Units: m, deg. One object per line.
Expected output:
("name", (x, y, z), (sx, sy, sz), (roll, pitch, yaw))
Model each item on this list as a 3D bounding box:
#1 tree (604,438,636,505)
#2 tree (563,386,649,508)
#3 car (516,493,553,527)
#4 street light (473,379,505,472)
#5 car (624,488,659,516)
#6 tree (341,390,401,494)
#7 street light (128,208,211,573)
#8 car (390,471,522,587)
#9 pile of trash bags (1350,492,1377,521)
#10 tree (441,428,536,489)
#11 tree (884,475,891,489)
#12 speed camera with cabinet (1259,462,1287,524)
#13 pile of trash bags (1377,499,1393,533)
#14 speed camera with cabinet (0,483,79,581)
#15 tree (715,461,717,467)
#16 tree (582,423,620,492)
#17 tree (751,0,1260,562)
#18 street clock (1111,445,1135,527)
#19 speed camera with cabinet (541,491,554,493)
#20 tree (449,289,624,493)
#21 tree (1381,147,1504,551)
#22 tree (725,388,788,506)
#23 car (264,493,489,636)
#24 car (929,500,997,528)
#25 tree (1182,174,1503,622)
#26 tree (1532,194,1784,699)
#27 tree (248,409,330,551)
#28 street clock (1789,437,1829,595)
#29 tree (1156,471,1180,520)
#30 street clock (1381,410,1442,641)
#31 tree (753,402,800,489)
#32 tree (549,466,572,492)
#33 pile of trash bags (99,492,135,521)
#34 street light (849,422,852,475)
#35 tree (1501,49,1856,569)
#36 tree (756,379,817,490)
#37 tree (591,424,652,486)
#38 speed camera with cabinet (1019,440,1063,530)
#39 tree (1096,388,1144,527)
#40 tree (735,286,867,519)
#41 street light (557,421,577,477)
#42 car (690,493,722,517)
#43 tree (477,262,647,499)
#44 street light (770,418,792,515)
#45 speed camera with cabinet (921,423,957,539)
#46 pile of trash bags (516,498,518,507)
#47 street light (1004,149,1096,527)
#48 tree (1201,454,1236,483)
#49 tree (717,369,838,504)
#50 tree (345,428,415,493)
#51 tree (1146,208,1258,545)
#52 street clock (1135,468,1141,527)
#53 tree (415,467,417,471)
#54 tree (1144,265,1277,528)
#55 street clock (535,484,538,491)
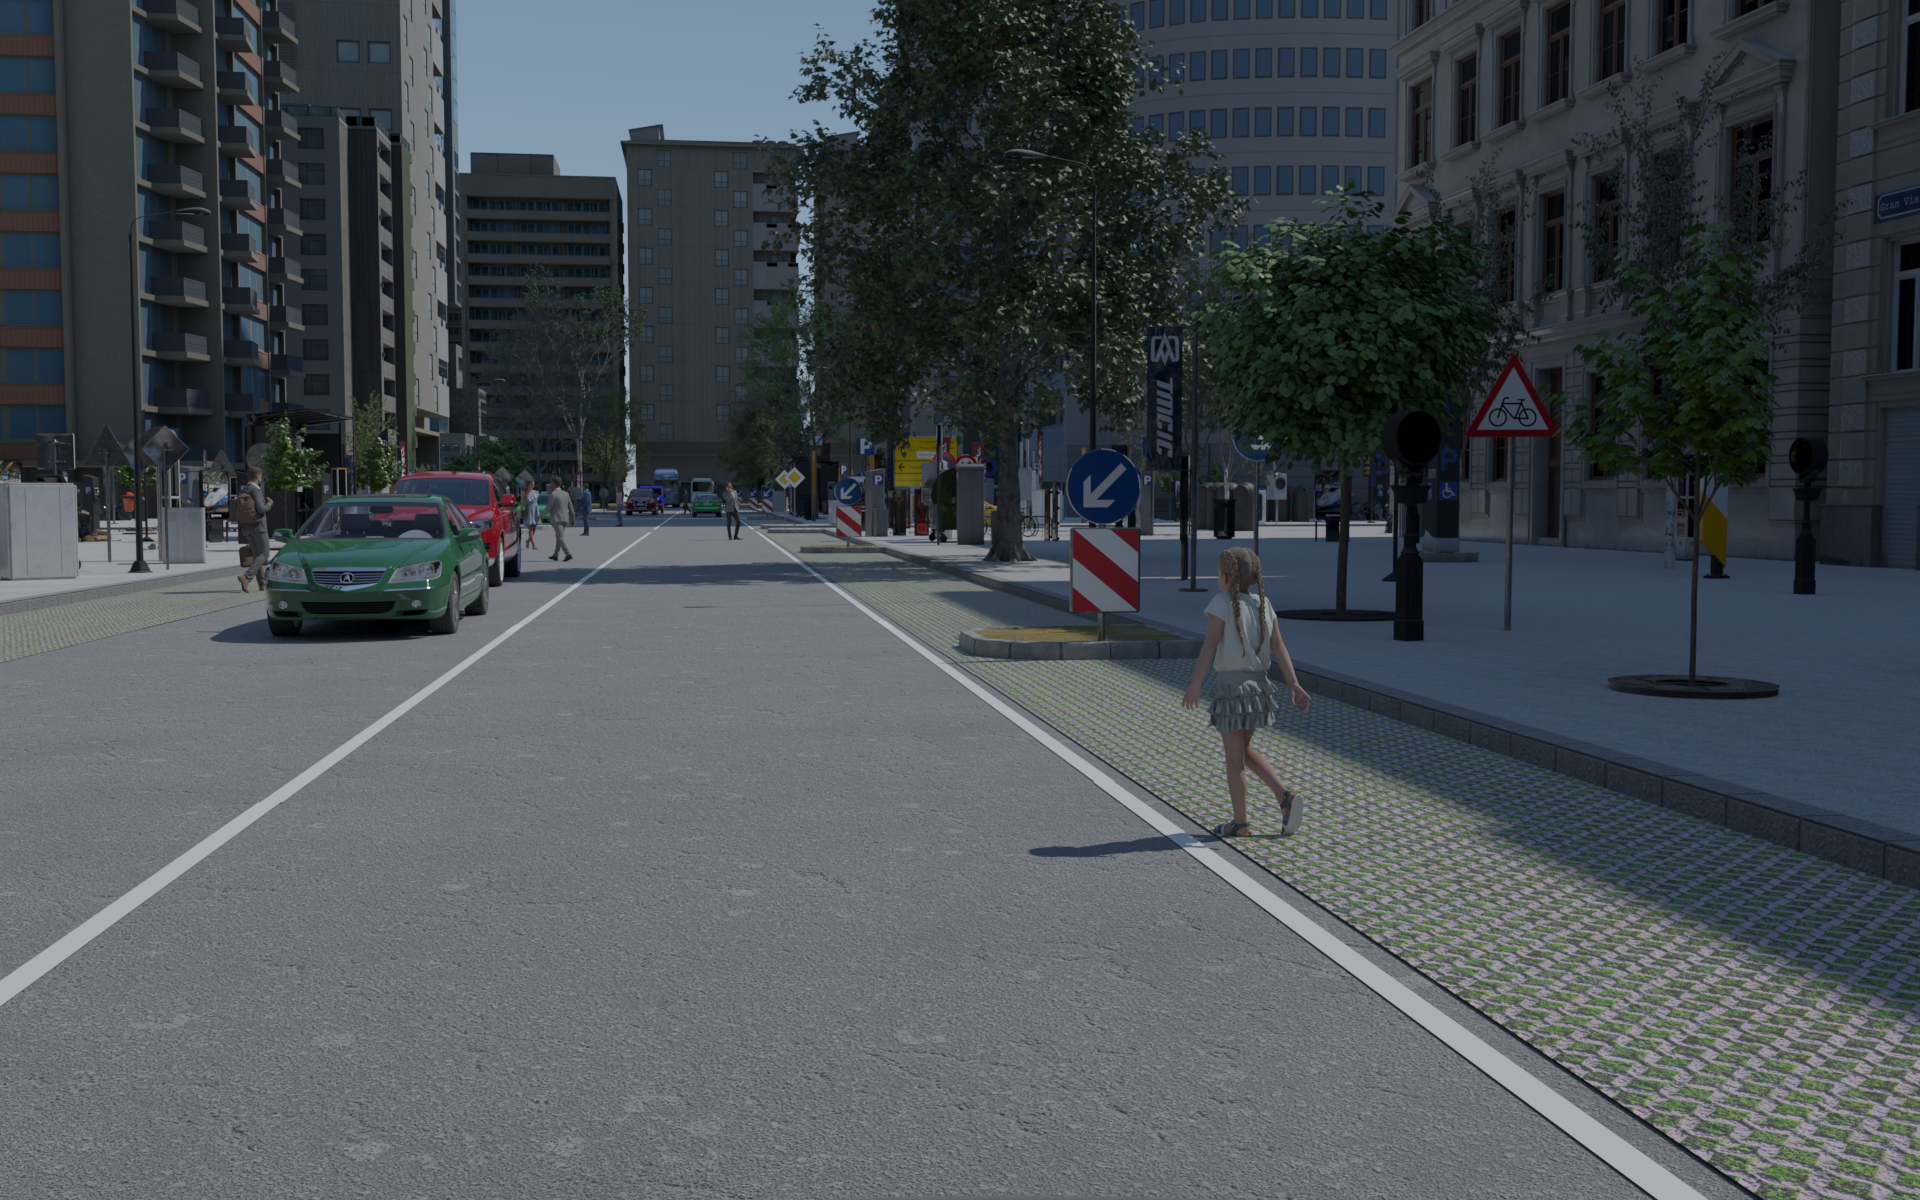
("tree", (-41.557, -15.888, 210.128), (4.360, 8.622, 3.978), (0, 3, 0))
("tree", (-33.177, -14.476, 162.442), (9.928, 11.665, 9.643), (0, 3, 0))
("car", (-18.332, -4.064, 75.247), (1.959, 1.807, 4.718), (-1, 4, -9))
("street light", (-19.045, -5.958, 69.952), (1.470, 5.913, 1.316), (-1, 4, -8))
("car", (-21.485, -6.628, 117.042), (2.281, 1.827, 5.304), (0, 4, -8))
("tree", (-42.130, -10.586, 123.440), (4.737, 8.622, 4.395), (0, 3, 0))
("street light", (-12.852, -3.403, 28.177), (1.470, 5.913, 1.316), (-1, 4, -8))
("car", (-8.370, -1.202, 28.325), (2.281, 1.827, 5.304), (-1, 4, -9))
("pile of trash bags", (19.576, -4.625, 85.368), (1.912, 1.369, 3.447), (0, 4, -4))
("tree", (-22.975, -6.279, 86.377), (4.285, 4.588, 4.351), (0, 3, 0))
("tree", (-5.801, -8.189, 128.492), (1.663, 3.219, 1.824), (0, 3, 0))
("speed camera with cabinet", (13.028, -4.893, 74.329), (2.038, 3.252, 0.660), (-2, 4, -25))
("pile of trash bags", (15.800, -2.881, 56.861), (3.447, 1.369, 1.912), (-1, 4, -20))
("speed camera with cabinet", (-14.272, -1.915, 25.652), (0.660, 3.252, 2.038), (3, 5, 45))
("tree", (-27.475, -17.593, 222.057), (8.767, 10.594, 7.601), (0, 4, 7))
("tree", (-36.812, -13.924, 178.014), (4.737, 8.622, 4.395), (0, 3, 0))
("tree", (0.868, -7.093, 32.984), (9.611, 12.733, 9.660), (0, 3, 0))
("street clock", (2.352, -1.287, 25.608), (0.358, 2.002, 0.471), (1, 4, 8))
("speed camera with cabinet", (-31.323, -8.437, 132.284), (2.038, 3.252, 0.660), (0, 4, 7))
("tree", (-25.026, -11.791, 103.154), (12.009, 13.543, 11.850), (0, 3, 0))
("tree", (10.848, -5.342, 37.698), (4.360, 8.622, 3.978), (0, 3, 0))
("tree", (-21.208, -16.249, 183.794), (7.486, 12.596, 7.792), (0, 3, 0))
("car", (-6.304, -0.446, 19.084), (2.131, 1.459, 4.920), (-1, 4, -9))
("car", (0.366, -3.613, 69.289), (3.980, 1.641, 2.015), (0, 4, -7))
("tree", (3.917, -2.094, 17.951), (4.285, 4.588, 4.351), (0, 3, 0))
("tree", (4.889, -1.022, 11.314), (1.663, 3.219, 1.824), (0, 3, 0))
("tree", (-15.380, -2.746, 39.492), (1.663, 3.219, 1.824), (0, 3, 0))
("street clock", (10.810, -1.073, 22.113), (0.358, 2.002, 0.471), (-1, 4, -11))
("tree", (10.461, -5.634, 86.715), (1.663, 3.219, 1.824), (0, 3, 0))
("street clock", (3.931, -0.645, 15.120), (0.471, 2.002, 0.358), (-1, 4, -21))
("tree", (-14.798, -11.464, 137.803), (4.737, 8.622, 4.395), (0, 3, 0))
("tree", (-27.416, -7.613, 119.068), (1.663, 3.219, 1.824), (0, 3, 0))
("pile of trash bags", (-40.754, -4.508, 83.457), (3.447, 1.369, 1.912), (3, 4, 37))
("street light", (-4.558, -5.561, 63.471), (1.470, 5.913, 1.316), (-1, 4, -8))
("tree", (12.272, -4.821, 29.178), (4.360, 8.622, 3.978), (0, 3, 0))
("tree", (-10.816, -9.822, 110.950), (4.360, 8.622, 3.978), (0, 3, 0))
("tree", (-43.150, -17.493, 220.414), (8.767, 10.594, 7.601), (0, 4, -1))
("speed camera with cabinet", (2.889, -4.336, 65.231), (0.660, 3.252, 2.038), (-3, 4, -38))
("tree", (5.972, -6.797, 61.497), (4.360, 8.622, 3.978), (0, 3, 0))
("tree", (-7.540, -9.916, 87.876), (9.928, 11.665, 9.643), (0, 3, 0))
("street light", (-25.016, -8.419, 110.197), (1.470, 5.913, 1.316), (-1, 4, -8))
("car", (-15.858, -6.088, 108.327), (1.959, 1.807, 4.718), (-1, 4, -10))
("tree", (-32.842, -17.581, 143.346), (12.611, 20.169, 13.585), (0, 3, 0))
("street light", (-10.913, -8.175, 106.207), (1.470, 5.913, 1.316), (-1, 4, -8))
("speed camera with cabinet", (-0.522, -3.332, 48.815), (0.660, 3.252, 2.038), (1, 4, 17))
("pile of trash bags", (-37.322, -8.016, 140.811), (1.912, 1.369, 3.447), (2, 4, 30))
("street light", (1.284, -3.122, 23.589), (1.470, 5.913, 1.316), (-1, 4, -8))
("tree", (12.130, -5.355, 82.159), (1.663, 3.219, 1.824), (0, 3, 0))
("tree", (-13.166, -11.956, 129.891), (8.767, 10.594, 7.601), (-1, 4, -15))
("tree", (-17.333, -3.459, 51.152), (1.663, 3.219, 1.824), (0, 3, 0))
("tree", (6.172, -5.716, 43.826), (4.737, 8.622, 4.395), (0, 3, 0))
("street clock", (4.755, -2.654, 47.961), (0.471, 2.002, 0.358), (3, 5, 45))
("tree", (-37.381, -7.592, 118.722), (1.663, 3.219, 1.824), (0, 3, 0))
("tree", (8.730, -6.440, 55.650), (4.360, 8.622, 3.978), (0, 3, 0))
("street clock", (-31.931, -7.717, 130.747), (0.358, 2.002, 0.471), (-2, 4, -25))
